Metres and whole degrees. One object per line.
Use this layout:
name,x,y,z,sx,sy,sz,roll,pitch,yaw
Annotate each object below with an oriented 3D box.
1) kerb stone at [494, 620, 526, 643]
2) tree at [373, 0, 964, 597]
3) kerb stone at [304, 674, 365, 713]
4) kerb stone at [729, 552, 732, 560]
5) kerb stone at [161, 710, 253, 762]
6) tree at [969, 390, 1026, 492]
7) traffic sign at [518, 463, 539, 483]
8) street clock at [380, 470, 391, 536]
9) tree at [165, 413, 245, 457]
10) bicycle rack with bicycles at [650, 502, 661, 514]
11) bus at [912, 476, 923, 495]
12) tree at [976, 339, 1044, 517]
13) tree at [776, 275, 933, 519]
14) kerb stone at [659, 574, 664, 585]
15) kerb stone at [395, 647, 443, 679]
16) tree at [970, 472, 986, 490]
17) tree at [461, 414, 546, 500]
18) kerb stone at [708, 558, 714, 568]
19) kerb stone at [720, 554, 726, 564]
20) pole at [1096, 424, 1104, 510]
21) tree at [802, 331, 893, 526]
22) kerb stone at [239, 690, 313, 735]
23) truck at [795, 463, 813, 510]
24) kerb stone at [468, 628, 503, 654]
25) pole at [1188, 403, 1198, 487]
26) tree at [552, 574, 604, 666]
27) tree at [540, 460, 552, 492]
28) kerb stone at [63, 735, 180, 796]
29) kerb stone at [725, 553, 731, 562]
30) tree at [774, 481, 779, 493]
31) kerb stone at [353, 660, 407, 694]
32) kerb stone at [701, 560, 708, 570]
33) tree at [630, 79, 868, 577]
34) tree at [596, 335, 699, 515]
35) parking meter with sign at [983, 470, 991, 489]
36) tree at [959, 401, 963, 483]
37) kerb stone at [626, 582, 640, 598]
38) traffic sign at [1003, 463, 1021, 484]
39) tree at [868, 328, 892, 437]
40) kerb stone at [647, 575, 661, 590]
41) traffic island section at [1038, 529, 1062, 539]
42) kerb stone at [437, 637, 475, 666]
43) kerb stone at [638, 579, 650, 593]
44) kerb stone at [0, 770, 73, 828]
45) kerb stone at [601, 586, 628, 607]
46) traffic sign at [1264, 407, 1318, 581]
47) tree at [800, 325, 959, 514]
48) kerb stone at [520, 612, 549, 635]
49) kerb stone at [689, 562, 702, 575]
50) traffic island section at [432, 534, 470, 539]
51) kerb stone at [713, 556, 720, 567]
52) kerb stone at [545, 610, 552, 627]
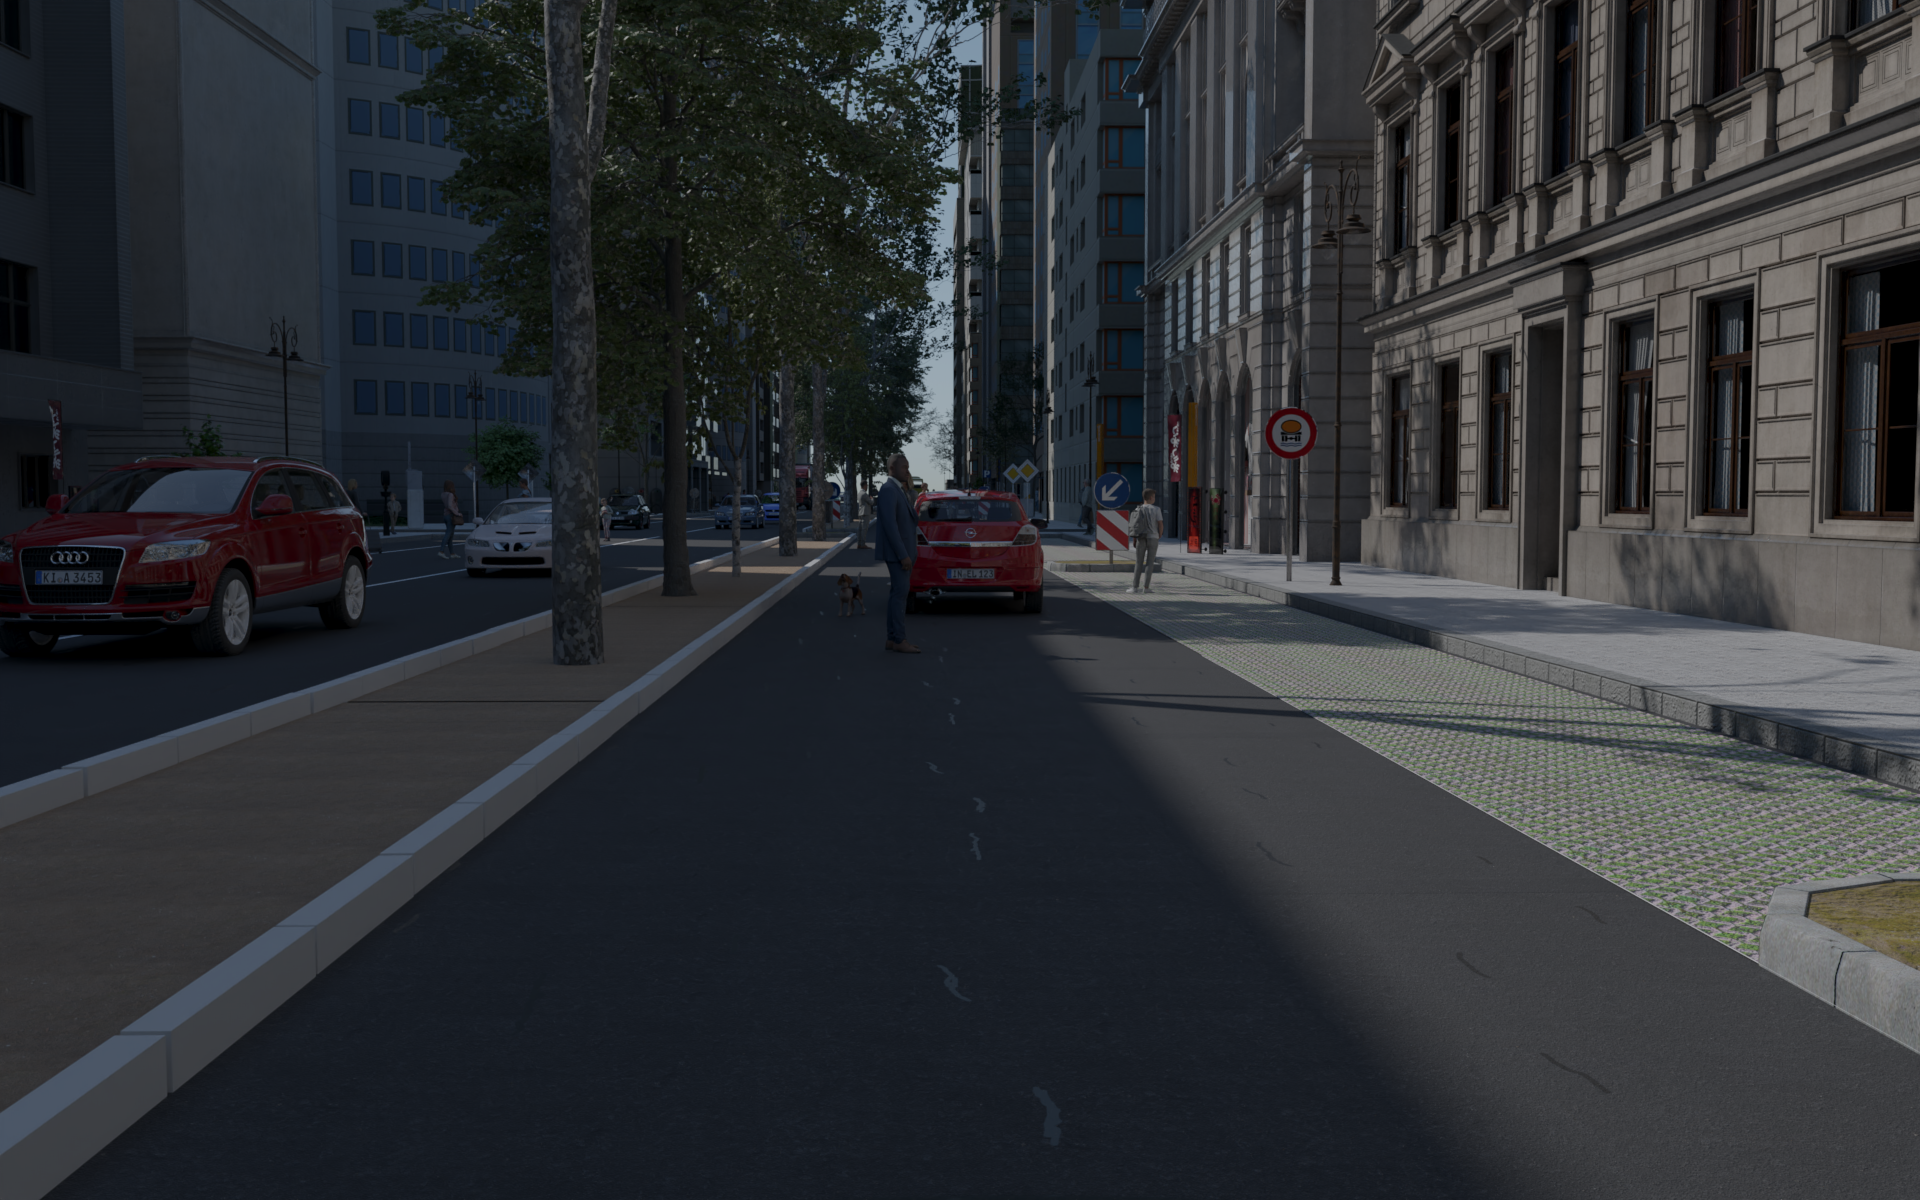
kerb stone,-4.423,0.327,16.855,0.120,0.150,1.000,0,4,-2
tree,-3.843,-6.292,23.458,7.486,12.596,7.792,0,3,0
kerb stone,-4.263,0.643,11.724,0.120,0.150,1.000,0,4,-2
kerb stone,-5.001,-0.927,37.351,0.120,0.150,1.000,0,4,-2
kerb stone,-4.212,0.766,9.669,0.120,0.150,1.000,0,4,-2
tree,2.953,-10.452,121.248,4.360,8.622,3.978,0,3,0
traffic sign,-16.075,-3.811,64.495,0.795,2.593,0.064,0,4,-2
street clock,-17.638,-2.975,53.210,0.358,2.002,0.471,-2,4,-24
tree,-17.811,-2.856,41.292,1.663,3.219,1.824,0,3,0
bicycle rack with bicycles,-20.483,-5.923,110.215,2.925,0.926,2.852,0,4,-3
bus,-6.375,-15.176,239.667,2.896,3.916,12.252,0,4,-2
tree,4.447,-9.993,97.800,7.601,10.594,8.767,0,4,-5
tree,-5.981,-11.513,97.347,9.857,13.997,8.962,0,3,0
kerb stone,-4.713,-0.300,27.103,0.120,0.150,1.000,0,4,-2
kerb stone,-4.328,0.515,13.768,0.120,0.150,1.000,0,4,-2
tree,1.608,-9.573,151.122,1.663,3.219,1.824,0,3,0
tree,-18.604,-5.323,70.740,4.285,4.588,4.351,0,3,0
kerb stone,-4.883,-0.672,33.250,0.120,0.150,1.000,0,4,-2
kerb stone,-4.938,-0.802,35.304,0.120,0.150,1.000,0,4,-2
pole,4.072,-3.454,50.317,0.158,3.312,0.155,0,3,0
tree,-4.911,-7.543,76.146,4.360,8.622,3.978,0,3,0
kerb stone,-4.243,0.704,10.690,0.120,0.150,1.000,0,4,-2
truck,-14.702,-10.436,159.545,2.839,4.237,11.283,0,4,0
kerb stone,-4.377,0.391,15.824,0.120,0.150,1.000,0,4,-2
pole,5.200,-2.743,38.696,0.158,3.312,0.155,0,3,0
tree,-1.974,-9.468,13.146,12.611,20.169,13.585,0,3,0
tree,-18.700,-5.317,81.535,1.663,3.219,1.824,0,3,0
kerb stone,-4.177,0.829,8.644,0.120,0.150,1.000,0,4,-2
kerb stone,-4.973,-0.855,36.327,0.120,0.150,1.000,0,4,-2
tree,-23.382,-13.622,217.321,1.663,3.219,1.824,0,3,0
kerb stone,-4.298,0.581,12.746,0.120,0.150,1.000,0,4,-2
kerb stone,-4.859,-0.613,32.223,0.120,0.150,1.000,0,4,-2
tree,-3.892,-4.707,29.779,4.737,8.622,4.395,0,3,0
tree,-19.490,-11.094,107.137,9.928,11.665,9.643,0,3,0
parking meter with sign,1.962,-7.892,125.296,0.543,3.016,1.738,0,4,-1
tree,0.402,-19.189,224.108,12.009,13.543,11.850,0,3,0
kerb stone,-4.621,-0.112,24.033,0.120,0.150,1.000,0,4,-2
traffic sign,2.013,-3.841,64.991,0.795,2.593,0.064,0,4,-2
tree,-4.653,-7.140,69.556,4.737,8.622,4.395,0,3,0
kerb stone,-4.681,-0.238,26.081,0.120,0.150,1.000,0,4,-2
traffic island section,2.265,-2.129,57.092,2.009,0.180,2.903,0,4,-2
kerb stone,-4.357,0.454,14.802,0.120,0.150,1.000,0,4,-2
kerb stone,-4.656,-0.175,25.056,0.120,0.150,1.000,0,4,-2
kerb stone,-4.151,0.899,7.611,0.120,0.150,1.000,0,4,-2
kerb stone,-4.588,-0.050,23.005,0.120,0.150,1.000,0,4,-2
traffic sign,4.841,-1.547,25.402,0.768,2.556,0.104,0,4,5
tree,-6.306,-12.771,121.632,12.009,13.543,11.850,0,3,0
kerb stone,-4.439,0.264,17.878,0.120,0.150,1.000,0,4,-2
kerb stone,-4.823,-0.551,31.202,0.120,0.150,1.000,0,4,-2
traffic island section,-15.869,-2.098,56.580,2.009,0.180,2.903,0,4,-2
kerb stone,-4.907,-0.733,34.272,0.120,0.150,1.000,0,4,-2
kerb stone,-4.468,0.202,18.900,0.120,0.150,1.000,0,4,-2
